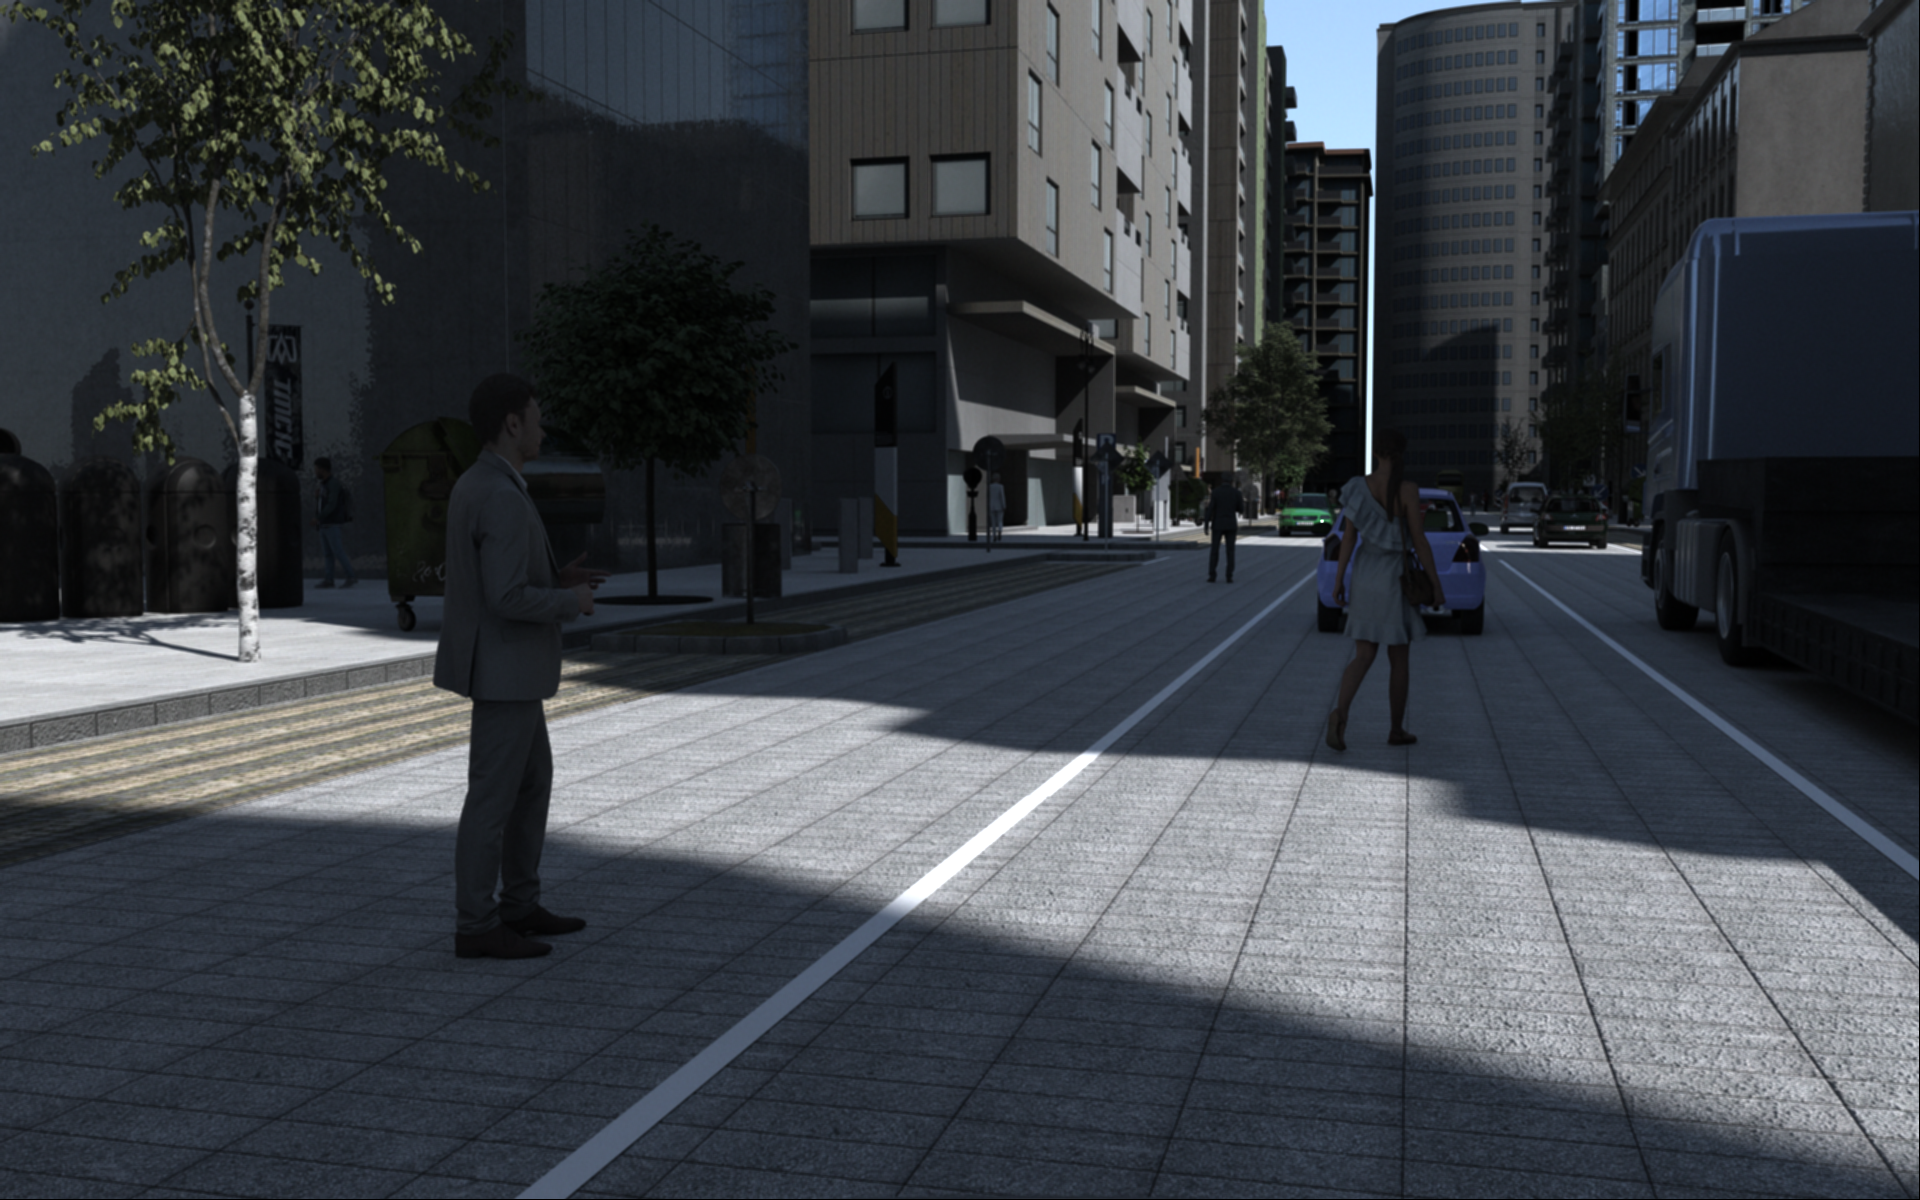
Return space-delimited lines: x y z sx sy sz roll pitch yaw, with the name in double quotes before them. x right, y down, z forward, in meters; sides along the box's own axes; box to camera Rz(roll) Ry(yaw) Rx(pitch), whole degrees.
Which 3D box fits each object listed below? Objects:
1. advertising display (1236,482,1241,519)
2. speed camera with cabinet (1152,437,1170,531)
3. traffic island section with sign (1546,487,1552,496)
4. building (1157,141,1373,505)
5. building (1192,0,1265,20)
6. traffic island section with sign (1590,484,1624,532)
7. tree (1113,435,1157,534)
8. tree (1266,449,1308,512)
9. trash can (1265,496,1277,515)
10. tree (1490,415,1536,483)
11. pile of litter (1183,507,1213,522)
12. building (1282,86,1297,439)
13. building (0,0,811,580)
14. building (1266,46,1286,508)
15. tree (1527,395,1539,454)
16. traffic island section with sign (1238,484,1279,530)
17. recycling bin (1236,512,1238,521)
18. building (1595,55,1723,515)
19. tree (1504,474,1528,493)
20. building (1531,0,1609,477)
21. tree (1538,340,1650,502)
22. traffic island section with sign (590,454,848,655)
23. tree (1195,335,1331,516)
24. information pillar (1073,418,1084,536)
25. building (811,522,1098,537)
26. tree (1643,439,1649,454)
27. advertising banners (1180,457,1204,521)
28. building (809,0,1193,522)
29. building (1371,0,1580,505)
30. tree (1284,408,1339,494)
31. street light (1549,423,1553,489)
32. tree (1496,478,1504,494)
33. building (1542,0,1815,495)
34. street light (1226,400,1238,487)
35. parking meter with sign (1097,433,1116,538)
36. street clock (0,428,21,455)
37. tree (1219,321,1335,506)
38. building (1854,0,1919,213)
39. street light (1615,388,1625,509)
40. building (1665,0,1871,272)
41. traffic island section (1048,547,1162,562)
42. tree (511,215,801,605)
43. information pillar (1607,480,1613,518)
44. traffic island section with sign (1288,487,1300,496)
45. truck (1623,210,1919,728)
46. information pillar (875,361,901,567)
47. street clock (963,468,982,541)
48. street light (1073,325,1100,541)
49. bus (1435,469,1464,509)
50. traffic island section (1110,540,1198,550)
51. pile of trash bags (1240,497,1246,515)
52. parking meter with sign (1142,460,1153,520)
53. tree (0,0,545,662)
"advertising display" 14.478 -5.196 90.165 0.123 1.923 0.974 1 4 17
"speed camera with cabinet" 7.044 -4.058 60.676 0.660 3.252 2.038 1 4 8
"traffic island section with sign" 31.179 -5.145 92.744 1.989 1.847 2.006 1 4 15
"building" 36.278 -34.327 215.862 28.867 44.769 22.147 1 4 15
"building" 17.207 -28.022 141.747 14.154 41.232 14.086 1 4 15
"traffic island section with sign" 24.317 -3.533 66.394 1.989 1.847 2.006 1 4 15
"tree" 5.874 -3.786 56.498 1.663 3.219 1.824 0 3 0
"tree" 23.203 -8.569 123.815 4.285 4.588 4.351 0 3 0
"trash can" 19.114 -5.804 106.554 0.748 1.137 0.748 0 3 0
"tree" 50.122 -12.644 157.089 4.360 8.622 3.978 0 3 0
"pile of litter" 11.206 -4.054 80.251 1.719 0.858 1.176 3 5 41
"building" 19.536 -34.429 182.517 30.456 49.044 23.786 1 4 15
"building" -14.270 -13.123 32.580 19.932 24.808 12.078 1 4 15
"building" 21.408 -28.843 155.184 14.154 41.232 14.086 1 4 15
"tree" 34.657 -9.064 98.552 4.737 8.622 4.395 0 3 0
"traffic island section with sign" 11.720 -3.733 69.668 1.989 1.847 2.006 1 4 15
"recycling bin" 12.744 -4.226 81.643 0.722 1.027 0.722 1 4 12
"building" 45.680 -16.167 97.613 16.112 22.955 30.059 1 4 15
"tree" 52.355 -10.232 161.897 1.663 3.219 1.824 0 3 0
"building" 68.253 -33.436 166.287 23.786 49.044 30.456 1 4 15
"tree" 31.031 -8.139 83.428 4.737 8.622 4.395 0 3 0
"traffic island section with sign" -2.151 -0.472 16.339 1.989 1.847 2.006 1 4 15
"tree" 17.916 -10.298 102.785 8.767 10.594 7.601 1 4 20
"information pillar" 3.601 -3.764 52.894 0.183 3.616 0.504 2 4 31
"building" -8.051 -29.081 64.716 28.713 52.752 27.495 1 4 15
"tree" 24.994 -4.586 58.699 4.285 4.588 4.351 0 3 0
"advertising banners" 11.136 -5.340 83.497 0.090 3.025 2.074 -2 4 -27
"building" -0.736 -31.520 104.599 28.713 52.752 27.495 1 4 15
"building" 63.974 -40.668 206.917 28.212 58.520 21.231 1 4 15
"tree" 27.836 -11.618 140.318 4.360 8.622 3.978 0 3 0
"street light" 38.559 -8.582 113.100 0.468 5.910 1.993 1 4 15
"tree" 56.175 -11.228 178.182 1.663 3.219 1.824 0 3 0
"building" 59.269 -50.336 135.665 22.319 86.520 31.000 1 4 15
"street light" 13.401 -6.883 85.320 0.468 5.910 1.993 1 4 15
"parking meter with sign" 4.283 -3.329 50.695 0.543 3.016 1.738 0 4 5
"street clock" -10.442 -0.869 18.782 0.471 2.002 0.358 -1 4 -16
"tree" 20.569 -11.934 113.248 7.486 12.596 7.792 0 3 0
"building" 35.033 -13.229 45.176 19.941 23.489 11.050 1 4 15
"street light" 28.892 -6.295 75.716 0.468 5.910 1.993 1 4 15
"building" 36.472 -13.756 74.063 9.793 20.994 18.267 1 4 15
"traffic island section" 3.188 -0.974 38.209 2.009 0.180 2.903 1 4 15
"tree" -3.597 -2.256 20.605 4.285 4.588 4.351 0 3 0
"information pillar" 34.445 -5.340 91.802 0.304 2.012 0.304 1 4 17
"traffic island section with sign" 18.517 -5.329 95.762 1.989 1.847 2.006 1 4 15
"truck" 6.766 -1.306 11.117 2.967 4.110 18.799 1 4 15
"information pillar" -1.299 -2.402 30.635 0.504 3.616 0.183 3 5 42
"street clock" 0.343 -2.613 47.286 0.471 2.002 0.358 -1 4 -22
"street light" 3.458 -4.560 47.347 0.468 5.910 1.993 1 4 15
"bus" 48.955 -11.106 173.130 2.896 3.916 12.252 1 4 16
"traffic island section" 5.198 -1.447 45.937 2.009 0.180 2.903 1 4 15
"pile of trash bags" 16.916 -6.040 108.502 1.912 1.369 3.447 0 4 -3
"parking meter with sign" 9.491 -5.497 86.137 0.543 3.016 1.738 -1 4 -23
"tree" -5.414 -3.847 13.263 4.737 8.622 4.395 0 3 0
